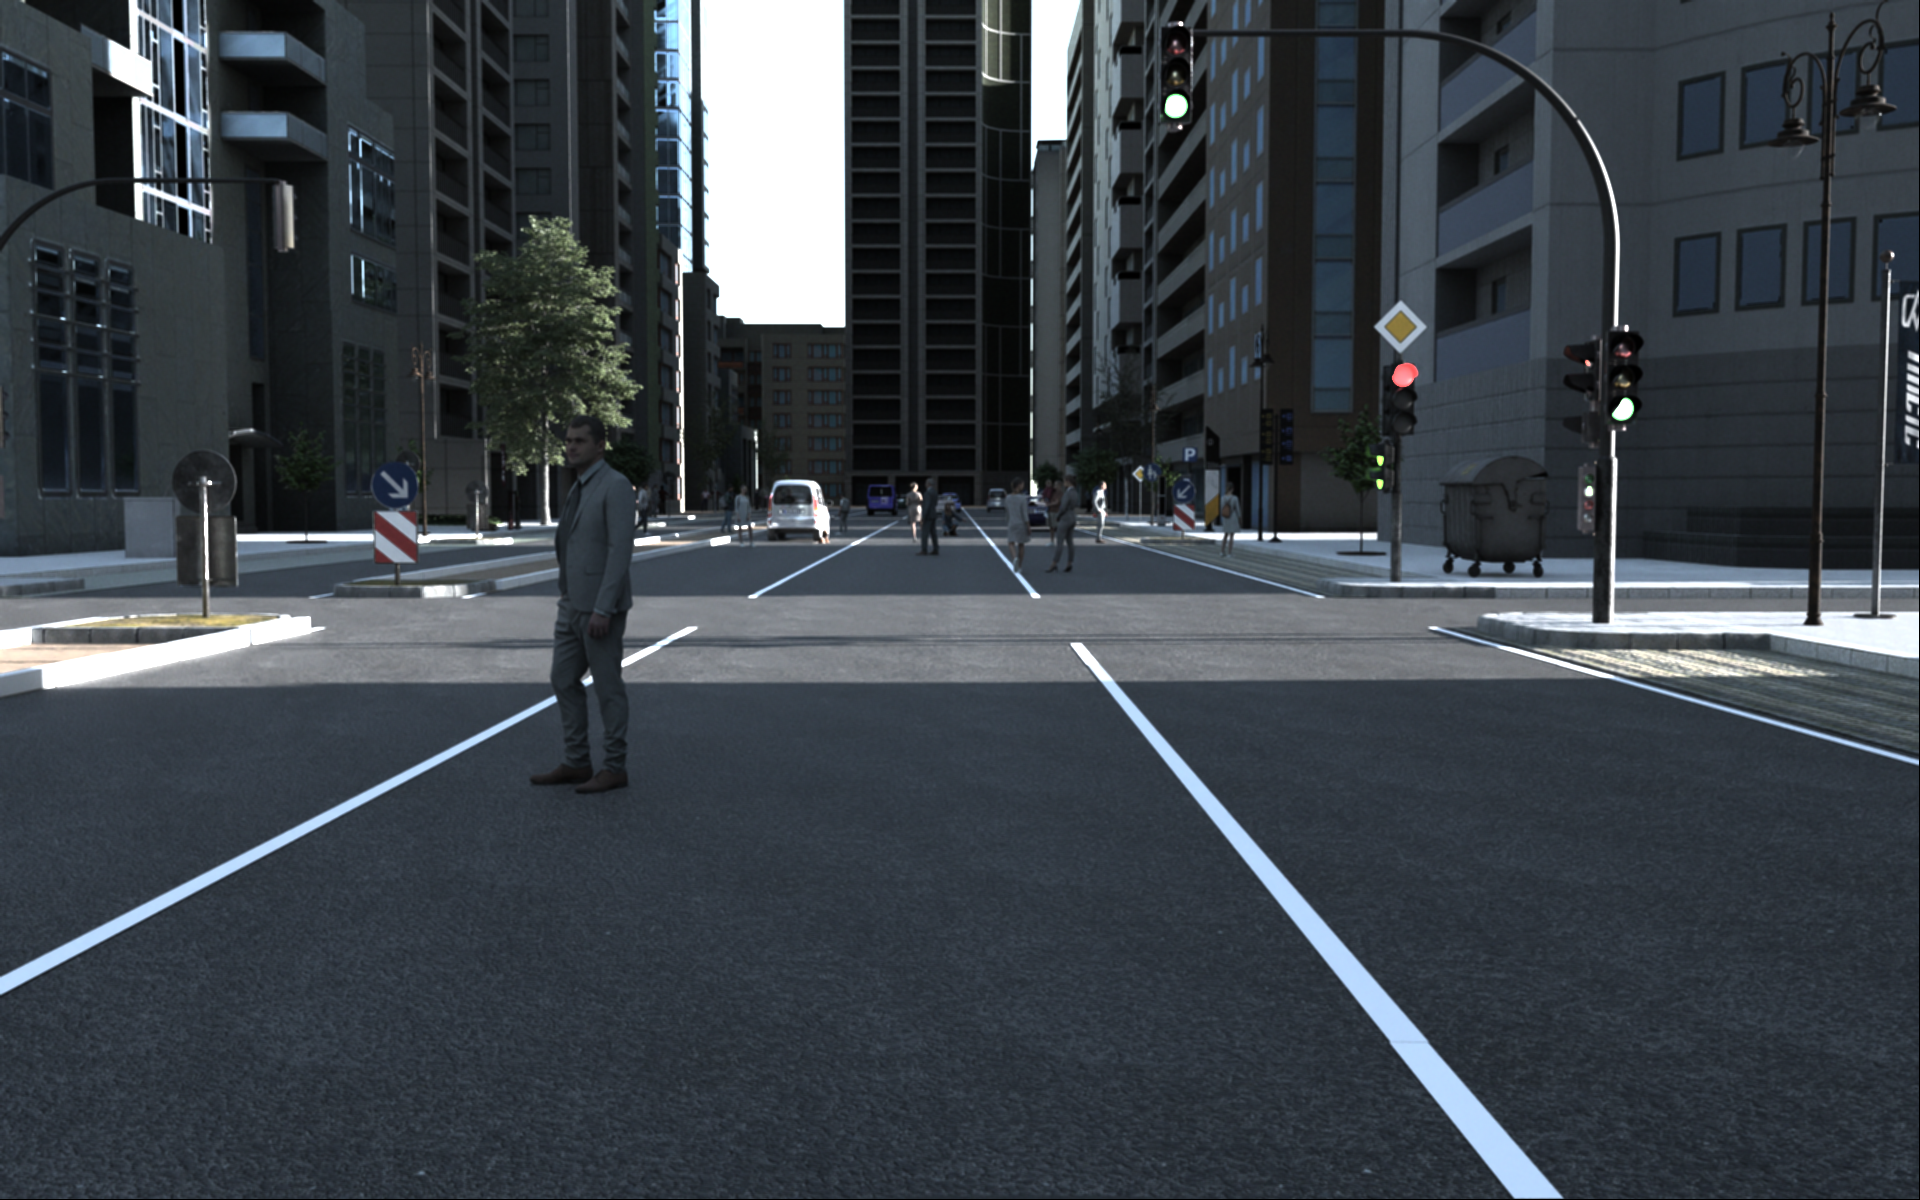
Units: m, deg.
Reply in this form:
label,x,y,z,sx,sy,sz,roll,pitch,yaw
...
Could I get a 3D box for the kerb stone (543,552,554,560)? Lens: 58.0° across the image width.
label,x,y,z,sx,sy,sz,roll,pitch,yaw
kerb stone,-9.023,-0.936,37.495,0.120,0.150,1.000,0,4,0

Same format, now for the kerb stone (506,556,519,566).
label,x,y,z,sx,sy,sz,roll,pitch,yaw
kerb stone,-9.004,-0.748,34.423,0.120,0.150,1.000,0,4,0

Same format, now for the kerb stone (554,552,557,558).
label,x,y,z,sx,sy,sz,roll,pitch,yaw
kerb stone,-9.030,-0.989,38.524,0.120,0.150,1.000,0,4,0

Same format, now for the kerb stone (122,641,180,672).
label,x,y,z,sx,sy,sz,roll,pitch,yaw
kerb stone,-6.803,0.482,14.431,0.120,0.150,1.000,0,4,0

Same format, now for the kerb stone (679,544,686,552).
label,x,y,z,sx,sy,sz,roll,pitch,yaw
kerb stone,-6.955,-1.253,42.676,0.120,0.150,1.000,0,4,0

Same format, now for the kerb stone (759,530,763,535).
label,x,y,z,sx,sy,sz,roll,pitch,yaw
kerb stone,-7.053,-2.318,60.087,0.120,0.150,1.000,0,4,0

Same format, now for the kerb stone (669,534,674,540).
label,x,y,z,sx,sy,sz,roll,pitch,yaw
kerb stone,-9.123,-1.938,53.882,0.120,0.150,1.000,0,4,0

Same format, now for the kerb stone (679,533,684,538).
label,x,y,z,sx,sy,sz,roll,pitch,yaw
kerb stone,-9.130,-2.063,55.929,0.120,0.150,1.000,0,4,0

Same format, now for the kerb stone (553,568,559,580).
label,x,y,z,sx,sy,sz,roll,pitch,yaw
kerb stone,-6.874,-0.435,29.316,0.120,0.150,1.000,0,4,0

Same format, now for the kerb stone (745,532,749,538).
label,x,y,z,sx,sy,sz,roll,pitch,yaw
kerb stone,-7.019,-2.067,55.984,0.120,0.150,1.000,0,4,0

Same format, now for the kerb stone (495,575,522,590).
label,x,y,z,sx,sy,sz,roll,pitch,yaw
kerb stone,-6.863,-0.245,26.237,0.120,0.150,1.000,0,4,0

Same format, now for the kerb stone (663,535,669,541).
label,x,y,z,sx,sy,sz,roll,pitch,yaw
kerb stone,-9.110,-1.875,52.860,0.120,0.150,1.000,0,4,0

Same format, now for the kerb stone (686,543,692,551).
label,x,y,z,sx,sy,sz,roll,pitch,yaw
kerb stone,-6.949,-1.315,43.698,0.120,0.150,1.000,0,4,0

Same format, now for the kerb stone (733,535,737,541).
label,x,y,z,sx,sy,sz,roll,pitch,yaw
kerb stone,-7.007,-1.870,52.906,0.120,0.150,1.000,0,4,0

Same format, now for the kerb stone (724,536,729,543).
label,x,y,z,sx,sy,sz,roll,pitch,yaw
kerb stone,-6.988,-1.753,50.861,0.120,0.150,1.000,0,4,0

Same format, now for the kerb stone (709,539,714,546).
label,x,y,z,sx,sy,sz,roll,pitch,yaw
kerb stone,-6.981,-1.566,47.793,0.120,0.150,1.000,0,4,0

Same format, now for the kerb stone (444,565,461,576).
label,x,y,z,sx,sy,sz,roll,pitch,yaw
kerb stone,-8.986,-0.496,30.319,0.120,0.150,1.000,0,4,0

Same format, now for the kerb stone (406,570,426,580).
label,x,y,z,sx,sy,sz,roll,pitch,yaw
kerb stone,-8.978,-0.369,28.269,0.120,0.150,1.000,0,4,0

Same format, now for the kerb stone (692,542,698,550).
label,x,y,z,sx,sy,sz,roll,pitch,yaw
kerb stone,-6.960,-1.375,44.721,0.120,0.150,1.000,0,4,0

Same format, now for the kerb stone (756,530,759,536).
label,x,y,z,sx,sy,sz,roll,pitch,yaw
kerb stone,-7.043,-2.254,59.051,0.120,0.150,1.000,0,4,0

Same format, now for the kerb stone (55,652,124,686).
label,x,y,z,sx,sy,sz,roll,pitch,yaw
kerb stone,-6.794,0.537,13.409,0.120,0.150,1.000,0,4,0

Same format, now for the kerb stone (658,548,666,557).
label,x,y,z,sx,sy,sz,roll,pitch,yaw
kerb stone,-6.935,-1.065,39.606,0.120,0.150,1.000,0,4,0

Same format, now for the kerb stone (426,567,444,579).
label,x,y,z,sx,sy,sz,roll,pitch,yaw
kerb stone,-8.979,-0.434,29.291,0.120,0.150,1.000,0,4,0

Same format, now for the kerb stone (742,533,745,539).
label,x,y,z,sx,sy,sz,roll,pitch,yaw
kerb stone,-7.019,-2.004,54.962,0.120,0.150,1.000,0,4,0

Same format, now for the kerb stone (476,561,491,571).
label,x,y,z,sx,sy,sz,roll,pitch,yaw
kerb stone,-9.001,-0.618,32.367,0.120,0.150,1.000,0,4,0

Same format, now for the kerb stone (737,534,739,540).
label,x,y,z,sx,sy,sz,roll,pitch,yaw
kerb stone,-7.020,-1.930,53.936,0.120,0.150,1.000,0,4,0

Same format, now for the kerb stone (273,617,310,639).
label,x,y,z,sx,sy,sz,roll,pitch,yaw
kerb stone,-6.816,0.287,17.506,0.120,0.150,1.000,0,4,0

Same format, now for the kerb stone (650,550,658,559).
label,x,y,z,sx,sy,sz,roll,pitch,yaw
kerb stone,-6.926,-0.996,38.585,0.120,0.150,1.000,0,4,0

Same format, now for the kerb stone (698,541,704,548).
label,x,y,z,sx,sy,sz,roll,pitch,yaw
kerb stone,-6.967,-1.440,45.745,0.120,0.150,1.000,0,4,0

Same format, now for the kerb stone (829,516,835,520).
label,x,y,z,sx,sy,sz,roll,pitch,yaw
kerb stone,-7.270,-4.702,99.066,0.120,0.150,1.000,0,4,0

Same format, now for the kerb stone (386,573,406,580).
label,x,y,z,sx,sy,sz,roll,pitch,yaw
kerb stone,-8.967,-0.307,27.247,0.120,0.150,1.000,0,4,0

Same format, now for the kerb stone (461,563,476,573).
label,x,y,z,sx,sy,sz,roll,pitch,yaw
kerb stone,-8.995,-0.560,31.345,0.120,0.150,1.000,0,4,0

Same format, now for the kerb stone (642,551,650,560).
label,x,y,z,sx,sy,sz,roll,pitch,yaw
kerb stone,-6.915,-0.939,37.554,0.120,0.150,1.000,0,4,0

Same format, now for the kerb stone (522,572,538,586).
label,x,y,z,sx,sy,sz,roll,pitch,yaw
kerb stone,-6.863,-0.307,27.259,0.120,0.150,1.000,0,4,0

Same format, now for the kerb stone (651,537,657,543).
label,x,y,z,sx,sy,sz,roll,pitch,yaw
kerb stone,-9.096,-1.750,50.810,0.120,0.150,1.000,0,4,0

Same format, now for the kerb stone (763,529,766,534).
label,x,y,z,sx,sy,sz,roll,pitch,yaw
kerb stone,-7.057,-2.381,61.122,0.120,0.150,1.000,0,4,0

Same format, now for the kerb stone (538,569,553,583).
label,x,y,z,sx,sy,sz,roll,pitch,yaw
kerb stone,-6.871,-0.373,28.288,0.120,0.150,1.000,0,4,0

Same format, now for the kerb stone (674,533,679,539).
label,x,y,z,sx,sy,sz,roll,pitch,yaw
kerb stone,-9.118,-2.001,54.904,0.120,0.150,1.000,0,4,0

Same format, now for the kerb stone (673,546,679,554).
label,x,y,z,sx,sy,sz,roll,pitch,yaw
kerb stone,-6.950,-1.190,41.651,0.120,0.150,1.000,0,4,0

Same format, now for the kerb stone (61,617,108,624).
label,x,y,z,sx,sy,sz,roll,pitch,yaw
kerb stone,-8.911,0.286,17.512,0.120,0.150,1.000,0,4,0

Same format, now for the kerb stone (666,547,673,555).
label,x,y,z,sx,sy,sz,roll,pitch,yaw
kerb stone,-6.940,-1.127,40.629,0.120,0.150,1.000,0,4,0

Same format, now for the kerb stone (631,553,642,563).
label,x,y,z,sx,sy,sz,roll,pitch,yaw
kerb stone,-6.916,-0.876,36.521,0.120,0.150,1.000,0,4,0

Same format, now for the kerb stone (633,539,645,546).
label,x,y,z,sx,sy,sz,roll,pitch,yaw
kerb stone,-9.093,-1.621,48.763,0.120,0.150,1.000,0,4,0

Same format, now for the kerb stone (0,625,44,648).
label,x,y,z,sx,sy,sz,roll,pitch,yaw
kerb stone,-8.906,0.349,16.490,0.120,0.150,1.000,0,4,0

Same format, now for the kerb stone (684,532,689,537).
label,x,y,z,sx,sy,sz,roll,pitch,yaw
kerb stone,-9.135,-2.125,56.952,0.120,0.150,1.000,0,4,0

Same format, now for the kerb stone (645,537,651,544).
label,x,y,z,sx,sy,sz,roll,pitch,yaw
kerb stone,-9.090,-1.680,49.788,0.120,0.150,1.000,0,4,0

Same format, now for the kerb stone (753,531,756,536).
label,x,y,z,sx,sy,sz,roll,pitch,yaw
kerb stone,-7.038,-2.192,58.028,0.120,0.150,1.000,0,4,0

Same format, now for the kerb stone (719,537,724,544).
label,x,y,z,sx,sy,sz,roll,pitch,yaw
kerb stone,-6.992,-1.691,49.839,0.120,0.150,1.000,0,4,0

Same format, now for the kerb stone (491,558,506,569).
label,x,y,z,sx,sy,sz,roll,pitch,yaw
kerb stone,-9.002,-0.680,33.397,0.120,0.150,1.000,0,4,0

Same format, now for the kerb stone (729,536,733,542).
label,x,y,z,sx,sy,sz,roll,pitch,yaw
kerb stone,-7.006,-1.812,51.883,0.120,0.150,1.000,0,4,0

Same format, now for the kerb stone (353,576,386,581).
label,x,y,z,sx,sy,sz,roll,pitch,yaw
kerb stone,-8.959,-0.246,26.219,0.120,0.150,1.000,0,4,0

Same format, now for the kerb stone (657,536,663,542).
label,x,y,z,sx,sy,sz,roll,pitch,yaw
kerb stone,-9.106,-1.804,51.838,0.120,0.150,1.000,0,4,0

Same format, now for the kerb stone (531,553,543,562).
label,x,y,z,sx,sy,sz,roll,pitch,yaw
kerb stone,-9.022,-0.873,36.473,0.120,0.150,1.000,0,4,0

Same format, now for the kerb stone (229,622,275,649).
label,x,y,z,sx,sy,sz,roll,pitch,yaw
kerb stone,-6.805,0.349,16.484,0.120,0.150,1.000,0,4,0

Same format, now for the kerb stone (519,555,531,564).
label,x,y,z,sx,sy,sz,roll,pitch,yaw
kerb stone,-9.013,-0.811,35.450,0.120,0.150,1.000,0,4,0

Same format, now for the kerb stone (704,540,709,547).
label,x,y,z,sx,sy,sz,roll,pitch,yaw
kerb stone,-6.972,-1.503,46.769,0.120,0.150,1.000,0,4,0

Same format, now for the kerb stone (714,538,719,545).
label,x,y,z,sx,sy,sz,roll,pitch,yaw
kerb stone,-6.982,-1.628,48.817,0.120,0.150,1.000,0,4,0

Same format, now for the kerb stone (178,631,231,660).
label,x,y,z,sx,sy,sz,roll,pitch,yaw
kerb stone,-6.801,0.416,15.463,0.120,0.150,1.000,0,4,0
